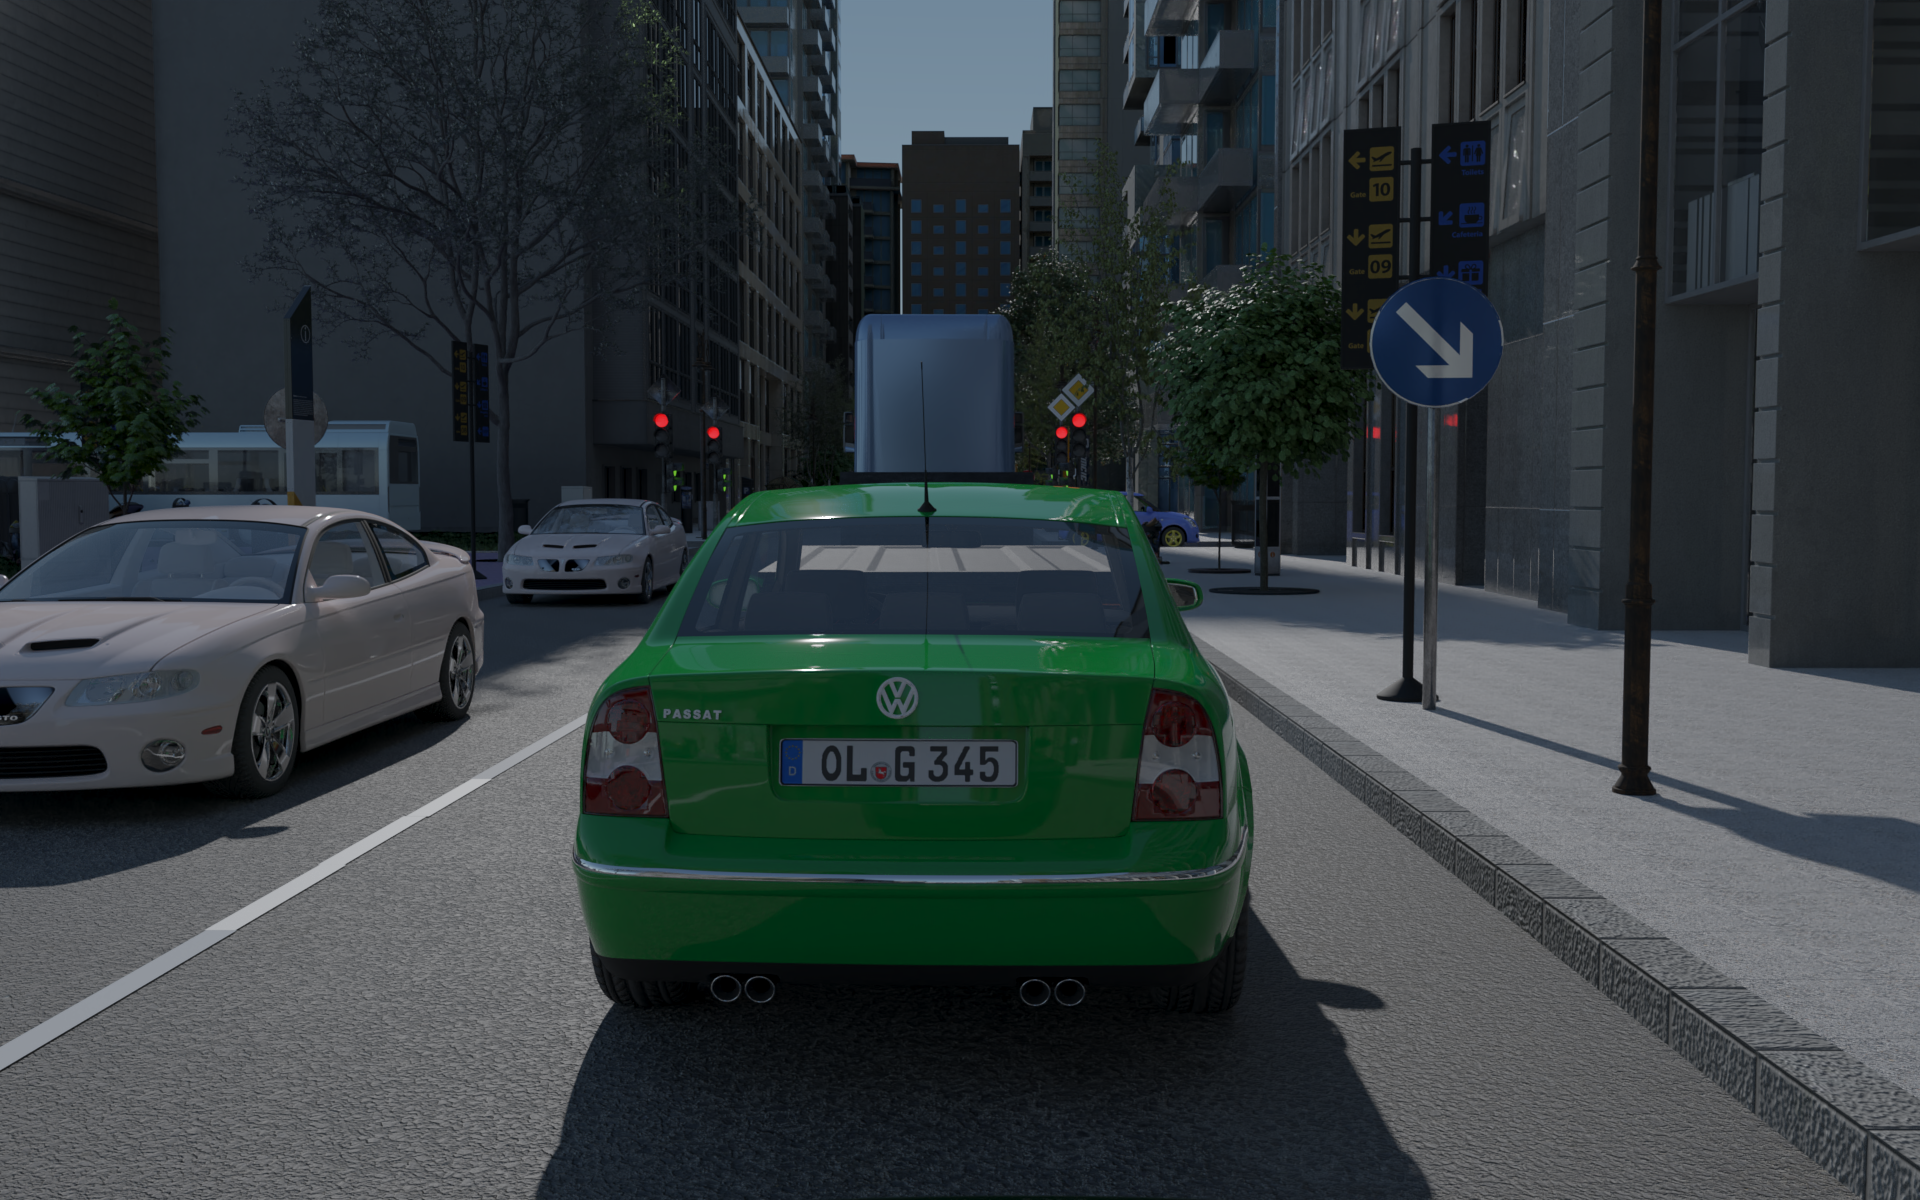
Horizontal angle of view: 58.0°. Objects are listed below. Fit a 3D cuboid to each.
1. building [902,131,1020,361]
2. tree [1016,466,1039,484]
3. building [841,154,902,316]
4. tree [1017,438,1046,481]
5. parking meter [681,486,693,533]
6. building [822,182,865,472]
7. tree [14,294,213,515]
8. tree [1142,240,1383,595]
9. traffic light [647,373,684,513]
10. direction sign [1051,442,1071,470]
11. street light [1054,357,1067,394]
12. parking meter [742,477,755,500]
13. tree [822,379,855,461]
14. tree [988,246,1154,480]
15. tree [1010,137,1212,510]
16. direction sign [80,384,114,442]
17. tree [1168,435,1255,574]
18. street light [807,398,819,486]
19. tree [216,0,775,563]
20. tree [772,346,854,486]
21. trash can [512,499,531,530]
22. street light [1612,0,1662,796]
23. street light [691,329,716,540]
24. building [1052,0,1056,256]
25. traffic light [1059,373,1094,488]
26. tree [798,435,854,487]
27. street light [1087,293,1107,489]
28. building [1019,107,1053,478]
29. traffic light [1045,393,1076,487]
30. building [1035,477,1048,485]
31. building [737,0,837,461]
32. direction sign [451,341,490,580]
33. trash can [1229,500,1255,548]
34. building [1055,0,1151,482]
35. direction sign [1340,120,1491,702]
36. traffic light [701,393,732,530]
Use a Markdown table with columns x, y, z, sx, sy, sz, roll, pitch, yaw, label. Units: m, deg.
| x | y | z | sx | sy | sz | roll | pitch | yaw | label |
| --- | --- | --- | --- | --- | --- | --- | --- | --- | --- |
| 0.150 | -34.652 | 216.676 | 14.200 | 45.320 | 14.600 | 0 | 4 | 0 | building |
| 4.031 | -6.745 | 104.889 | 1.663 | 3.219 | 1.824 | 0 | 3 | 0 | tree |
| -21.812 | -34.677 | 221.589 | 28.867 | 44.769 | 22.147 | 0 | 4 | 0 | building |
| 4.128 | -14.599 | 156.818 | 7.486 | 12.596 | 7.792 | 0 | 3 | 0 | tree |
| -8.922 | -2.944 | 56.550 | 0.372 | 1.533 | 0.369 | 0 | 3 | 0 | parking meter |
| -16.320 | -23.826 | 161.255 | 14.160 | 30.474 | 14.107 | 0 | 4 | 0 | building |
| -8.322 | -1.366 | 16.932 | 1.663 | 3.219 | 1.824 | 0 | 3 | 0 | tree |
| 4.060 | -2.376 | 22.567 | 4.285 | 4.588 | 4.351 | 0 | 3 | 0 | tree |
| -6.879 | -3.147 | 40.379 | 0.839 | 4.253 | 0.868 | 0 | 4 | 0 | traffic light |
| 4.329 | -5.034 | 74.305 | 0.876 | 3.537 | 0.379 | 0 | 4 | -8 | direction sign |
| 3.350 | -5.152 | 57.027 | 0.468 | 5.910 | 1.993 | 0 | 4 | 0 | street light |
| -7.104 | -3.207 | 58.144 | 0.399 | 1.863 | 0.255 | 1 | 4 | 18 | parking meter |
| -7.192 | -9.871 | 111.757 | 4.737 | 8.622 | 4.395 | 0 | 3 | 0 | tree |
| 4.341 | -9.980 | 80.175 | 9.611 | 12.733 | 9.660 | 0 | 3 | 0 | tree |
| 3.475 | -5.219 | 35.691 | 4.737 | 8.622 | 4.395 | 0 | 3 | 0 | tree |
| -17.549 | -2.660 | 35.483 | 0.379 | 3.537 | 0.876 | 2 | 4 | 33 | direction sign |
| 4.214 | -2.067 | 28.398 | 1.663 | 3.219 | 1.824 | 0 | 3 | 0 | tree |
| -6.942 | -6.684 | 82.078 | 0.468 | 5.910 | 1.993 | 0 | 4 | 0 | street light |
| -8.708 | -7.459 | 32.319 | 12.009 | 13.543 | 11.850 | 0 | 3 | 0 | tree |
| -7.474 | -8.334 | 86.630 | 4.360 | 8.622 | 3.978 | 0 | 3 | 0 | tree |
| -12.488 | -2.276 | 48.858 | 0.748 | 1.137 | 0.748 | 0 | 3 | 0 | trash can |
| 2.897 | -2.109 | 7.266 | 0.468 | 5.910 | 1.993 | 0 | 4 | 0 | street light |
| -7.180 | -4.637 | 48.610 | 0.468 | 5.910 | 1.993 | 0 | 4 | 0 | street light |
| 18.854 | -37.601 | 156.781 | 21.231 | 58.520 | 28.212 | 0 | 4 | 0 | building |
| 2.732 | -3.143 | 40.312 | 0.839 | 4.253 | 0.868 | 0 | 4 | 0 | traffic light |
| -7.365 | -6.912 | 96.717 | 4.285 | 4.588 | 4.351 | 0 | 3 | 0 | tree |
| 3.120 | -4.107 | 39.944 | 0.468 | 5.910 | 1.993 | 0 | 4 | 0 | street light |
| 18.117 | -36.485 | 220.223 | 21.600 | 48.544 | 21.300 | 0 | 4 | 0 | building |
| 2.801 | -3.632 | 48.297 | 0.839 | 4.253 | 0.868 | 0 | 4 | 0 | traffic light |
| 24.221 | -30.059 | 183.348 | 32.217 | 40.220 | 23.993 | 0 | 4 | 0 | building |
| -21.646 | -31.717 | 138.184 | 23.786 | 49.044 | 30.456 | 0 | 4 | 0 | building |
| -7.333 | -2.081 | 26.026 | 0.379 | 3.537 | 0.876 | 1 | 4 | 20 | direction sign |
| 6.749 | -1.802 | 41.119 | 0.748 | 1.137 | 0.748 | 0 | 3 | 0 | trash can |
| 14.394 | -27.670 | 135.994 | 14.154 | 41.232 | 14.086 | 0 | 4 | 0 | building |
| 2.801 | -1.146 | 10.733 | 0.876 | 3.537 | 0.379 | 1 | 4 | 19 | direction sign |
| -6.810 | -3.636 | 48.363 | 0.839 | 4.253 | 0.868 | 0 | 4 | 0 | traffic light |
